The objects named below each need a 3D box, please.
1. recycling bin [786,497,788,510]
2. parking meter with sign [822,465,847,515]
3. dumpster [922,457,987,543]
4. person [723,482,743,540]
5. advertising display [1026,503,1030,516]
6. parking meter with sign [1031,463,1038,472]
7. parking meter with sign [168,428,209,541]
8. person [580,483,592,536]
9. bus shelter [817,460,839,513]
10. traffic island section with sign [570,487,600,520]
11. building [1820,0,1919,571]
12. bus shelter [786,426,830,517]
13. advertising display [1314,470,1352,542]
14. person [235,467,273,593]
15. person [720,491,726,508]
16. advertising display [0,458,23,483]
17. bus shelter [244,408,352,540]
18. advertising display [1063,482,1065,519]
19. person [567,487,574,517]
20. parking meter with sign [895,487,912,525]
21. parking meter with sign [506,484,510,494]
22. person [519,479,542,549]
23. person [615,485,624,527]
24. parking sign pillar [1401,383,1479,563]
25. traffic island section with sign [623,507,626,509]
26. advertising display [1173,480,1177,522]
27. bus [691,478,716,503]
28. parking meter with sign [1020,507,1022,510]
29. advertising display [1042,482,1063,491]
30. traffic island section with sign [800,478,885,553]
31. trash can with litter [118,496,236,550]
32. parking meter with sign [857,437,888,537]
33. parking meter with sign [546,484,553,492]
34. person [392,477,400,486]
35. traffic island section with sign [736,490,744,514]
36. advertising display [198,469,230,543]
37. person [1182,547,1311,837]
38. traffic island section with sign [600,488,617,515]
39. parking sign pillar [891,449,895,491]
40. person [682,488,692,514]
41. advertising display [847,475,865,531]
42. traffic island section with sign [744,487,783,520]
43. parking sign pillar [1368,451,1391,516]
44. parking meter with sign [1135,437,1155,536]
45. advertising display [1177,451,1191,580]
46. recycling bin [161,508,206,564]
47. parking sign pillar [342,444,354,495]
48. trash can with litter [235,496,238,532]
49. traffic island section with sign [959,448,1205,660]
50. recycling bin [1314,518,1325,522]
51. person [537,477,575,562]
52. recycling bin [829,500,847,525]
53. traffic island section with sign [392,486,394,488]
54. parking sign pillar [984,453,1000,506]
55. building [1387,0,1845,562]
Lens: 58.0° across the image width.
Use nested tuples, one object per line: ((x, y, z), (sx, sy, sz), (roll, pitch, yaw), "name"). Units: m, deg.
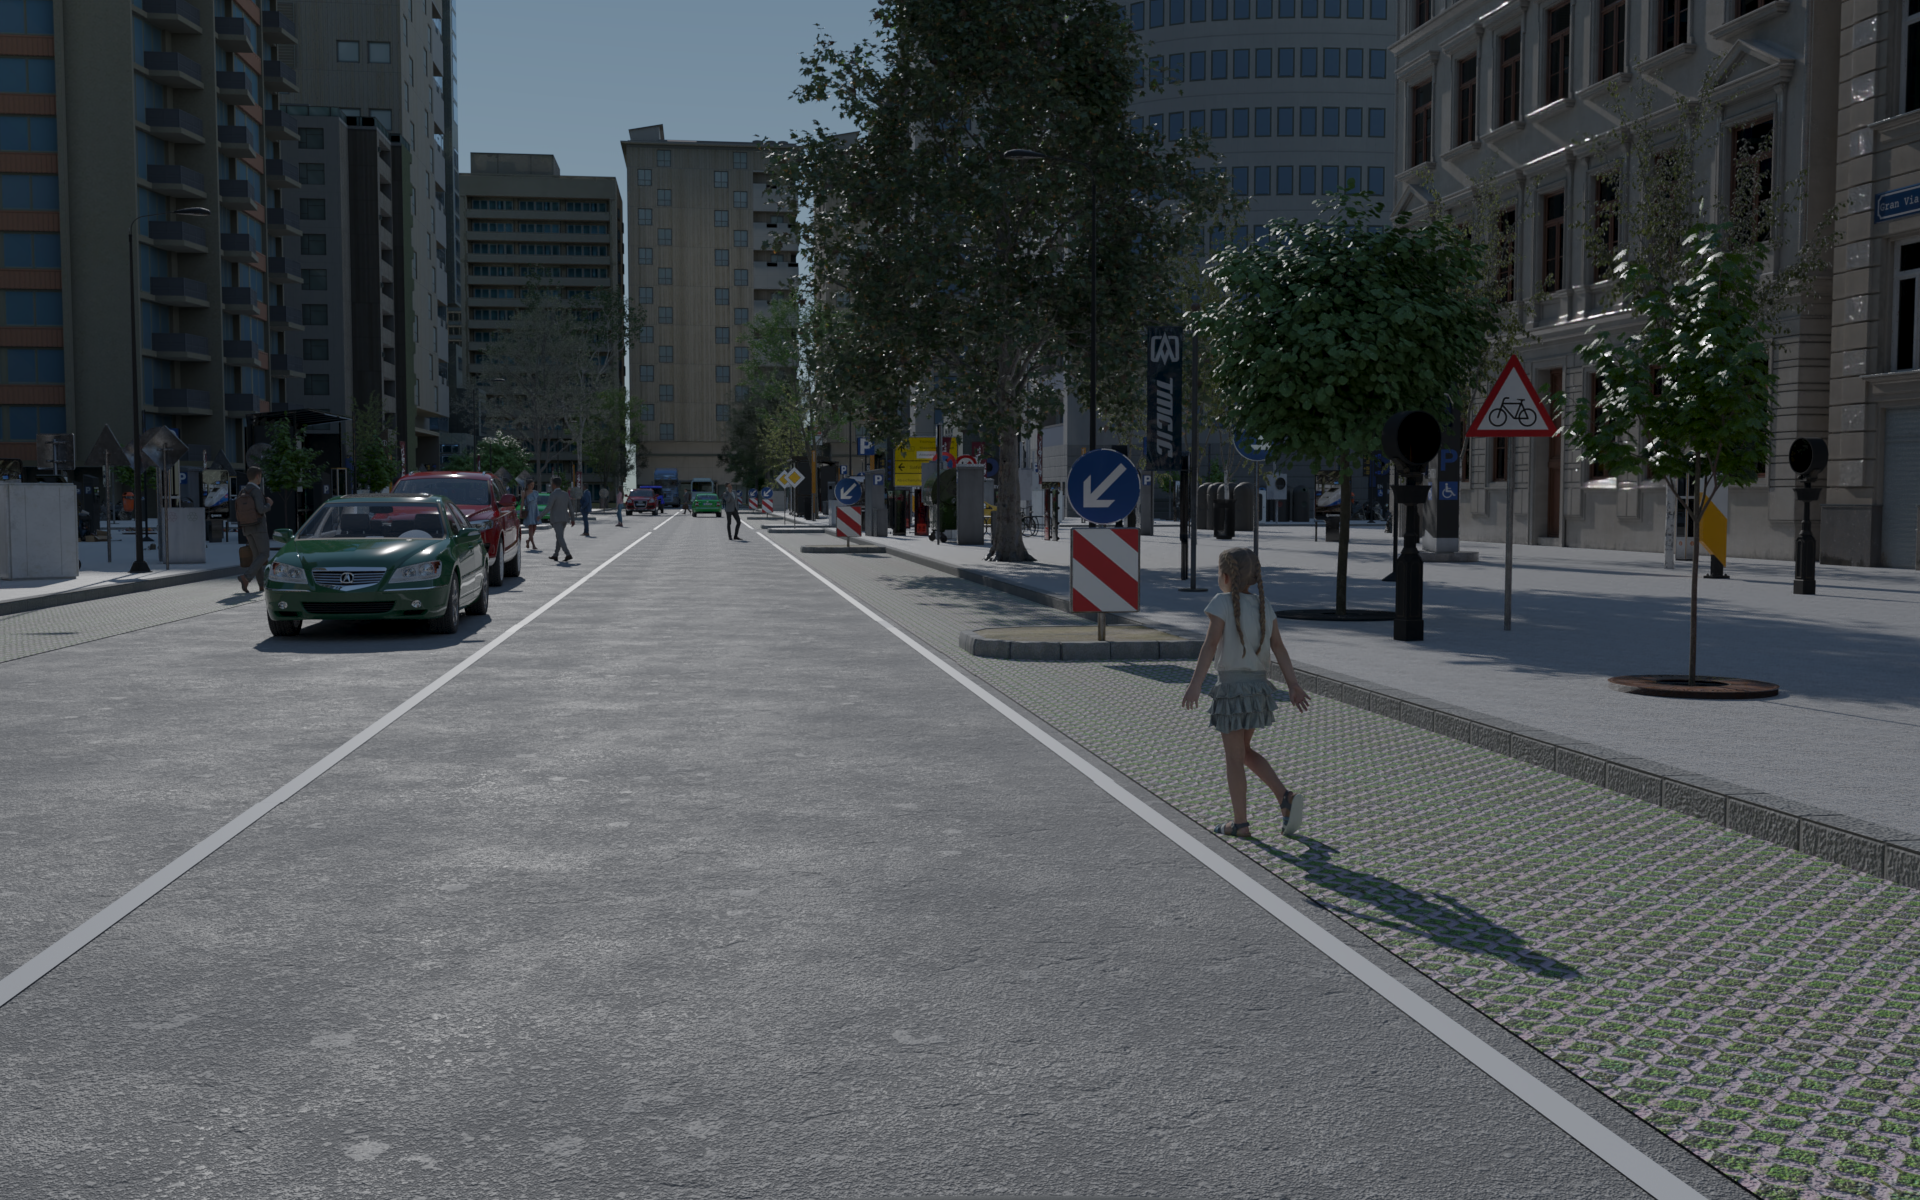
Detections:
((-14.588, -7.922, 142.080), (0.722, 1.027, 0.722), (-2, 4, -34), "recycling bin")
((-7.692, -6.693, 105.692), (1.738, 3.016, 0.543), (3, 5, 42), "parking meter with sign")
((-0.145, -2.680, 46.306), (1.502, 2.255, 1.985), (-1, 4, -8), "dumpster")
((-7.106, -2.780, 54.133), (0.592, 1.802, 0.473), (-2, 4, -29), "person")
((3.487, -5.070, 88.108), (0.974, 1.923, 0.123), (2, 4, 31), "advertising display")
((3.675, -6.125, 96.398), (0.543, 3.016, 1.738), (-3, 4, -37), "parking meter with sign")
((-20.790, -3.093, 46.824), (0.543, 3.016, 1.738), (1, 4, 11), "parking meter with sign")
((-12.873, -3.113, 59.574), (0.419, 1.800, 0.721), (-1, 4, -13), "person")
((-9.344, -7.819, 119.131), (1.731, 3.624, 6.357), (-1, 4, -8), "bus shelter")
((-20.954, -5.270, 94.785), (1.989, 1.847, 2.006), (-1, 4, -8), "traffic island section with sign")
((23.017, -13.598, 19.597), (12.463, 27.353, 25.104), (-1, 4, -8), "building")
((-8.802, -7.449, 99.428), (2.179, 5.291, 8.768), (-1, 4, -8), "bus shelter")
((10.008, -2.525, 46.503), (0.974, 1.923, 0.123), (1, 4, 8), "advertising display")
((-10.320, -1.029, 25.289), (0.622, 1.834, 0.822), (2, 4, 26), "person")
((-24.063, -10.272, 177.174), (1.217, 1.743, 0.721), (0, 4, 4), "person")
((-17.191, -1.579, 31.038), (0.123, 1.923, 0.974), (1, 4, 14), "advertising display")
((-19.082, -3.609, 50.284), (1.731, 3.624, 6.357), (-1, 4, -8), "bus shelter")
((5.426, -5.223, 90.602), (0.123, 1.923, 0.974), (0, 4, 5), "advertising display")
((-21.800, -5.420, 97.098), (0.573, 1.828, 0.580), (1, 4, 23), "person")
((-2.379, -4.696, 73.048), (1.738, 3.016, 0.543), (1, 4, 10), "parking meter with sign")
((-33.008, -7.907, 125.532), (1.738, 3.016, 0.543), (2, 4, 31), "parking meter with sign")
((-11.147, -2.215, 44.812), (0.616, 1.811, 0.778), (-3, 4, -37), "person")
((-14.981, -4.148, 76.327), (0.388, 1.821, 0.555), (0, 4, 3), "person")
((9.184, -2.726, 33.044), (1.447, 3.967, 1.447), (0, 4, 3), "parking sign pillar")
((-32.237, -9.938, 171.114), (1.989, 1.847, 2.006), (-1, 4, -8), "traffic island section with sign")
((10.059, -4.601, 80.443), (0.123, 1.923, 0.974), (1, 4, 20), "advertising display")
((-30.913, -13.057, 208.336), (2.948, 3.499, 13.247), (0, 4, -8), "bus")
((1.649, -3.616, 55.379), (0.543, 3.016, 1.738), (1, 4, 10), "parking meter with sign")
((4.701, -5.149, 89.394), (0.974, 1.923, 0.123), (1, 4, 16), "advertising display")
((-2.904, -2.070, 42.470), (1.989, 1.847, 2.006), (-1, 4, -8), "traffic island section with sign")
((-18.482, -1.801, 40.508), (1.678, 1.210, 2.233), (1, 4, 16), "trash can with litter")
((-2.603, -3.443, 52.549), (0.543, 3.016, 1.738), (-1, 4, -21), "parking meter with sign")
((-32.042, -8.530, 135.732), (1.738, 3.016, 0.543), (-1, 4, -11), "parking meter with sign")
((-12.056, -1.724, 36.954), (0.850, 1.792, 0.678), (-1, 4, -17), "person")
((-14.906, -7.041, 123.756), (1.989, 1.847, 2.006), (-1, 4, -8), "traffic island section with sign")
((-19.702, -2.481, 45.780), (0.123, 1.923, 0.974), (1, 4, 19), "advertising display")
((1.165, 0.390, 7.145), (0.505, 1.210, 0.382), (-2, 4, -34), "person")
((-24.899, -6.901, 121.451), (1.989, 1.847, 2.006), (-1, 4, -8), "traffic island section with sign")
((-3.669, -7.004, 102.988), (1.447, 3.967, 1.447), (1, 4, 22), "parking sign pillar")
((-19.225, -6.939, 121.911), (0.822, 1.834, 0.622), (-2, 4, -29), "person")
((-3.400, -3.322, 59.522), (0.974, 1.923, 0.123), (-1, 4, -22), "advertising display")
((-10.867, -5.371, 96.439), (1.989, 1.847, 2.006), (-1, 4, -8), "traffic island section with sign")
((21.546, -6.123, 88.576), (1.447, 3.967, 1.447), (1, 4, 14), "parking sign pillar")
((5.764, -3.511, 53.665), (0.543, 3.016, 1.738), (0, 4, -6), "parking meter with sign")
((3.400, -1.279, 26.133), (0.123, 1.923, 0.974), (1, 4, 10), "advertising display")
((-14.394, -1.197, 32.133), (0.722, 1.027, 0.722), (-1, 4, -23), "recycling bin")
((-33.238, -6.459, 94.081), (1.447, 3.967, 1.447), (-1, 4, -12), "parking sign pillar")
((-24.092, -2.883, 58.190), (2.233, 1.210, 1.678), (1, 4, 11), "trash can with litter")
((1.034, -0.439, 15.803), (1.989, 1.847, 2.006), (-1, 4, -8), "traffic island section with sign")
((16.593, -4.053, 78.814), (0.722, 1.027, 0.722), (-2, 4, -23), "recycling bin")
((-8.555, -1.723, 36.942), (0.850, 1.792, 0.678), (2, 4, 32), "person")
((-5.021, -3.615, 71.666), (0.722, 1.027, 0.722), (-1, 4, -15), "recycling bin")
((-12.923, -1.942, 40.380), (1.989, 1.847, 2.006), (-1, 4, -8), "traffic island section with sign")
((1.557, -6.390, 92.941), (1.447, 3.967, 1.447), (0, 4, -4), "parking sign pillar")
((19.341, -12.625, 42.583), (11.583, 22.565, 21.152), (-1, 4, -8), "building")
